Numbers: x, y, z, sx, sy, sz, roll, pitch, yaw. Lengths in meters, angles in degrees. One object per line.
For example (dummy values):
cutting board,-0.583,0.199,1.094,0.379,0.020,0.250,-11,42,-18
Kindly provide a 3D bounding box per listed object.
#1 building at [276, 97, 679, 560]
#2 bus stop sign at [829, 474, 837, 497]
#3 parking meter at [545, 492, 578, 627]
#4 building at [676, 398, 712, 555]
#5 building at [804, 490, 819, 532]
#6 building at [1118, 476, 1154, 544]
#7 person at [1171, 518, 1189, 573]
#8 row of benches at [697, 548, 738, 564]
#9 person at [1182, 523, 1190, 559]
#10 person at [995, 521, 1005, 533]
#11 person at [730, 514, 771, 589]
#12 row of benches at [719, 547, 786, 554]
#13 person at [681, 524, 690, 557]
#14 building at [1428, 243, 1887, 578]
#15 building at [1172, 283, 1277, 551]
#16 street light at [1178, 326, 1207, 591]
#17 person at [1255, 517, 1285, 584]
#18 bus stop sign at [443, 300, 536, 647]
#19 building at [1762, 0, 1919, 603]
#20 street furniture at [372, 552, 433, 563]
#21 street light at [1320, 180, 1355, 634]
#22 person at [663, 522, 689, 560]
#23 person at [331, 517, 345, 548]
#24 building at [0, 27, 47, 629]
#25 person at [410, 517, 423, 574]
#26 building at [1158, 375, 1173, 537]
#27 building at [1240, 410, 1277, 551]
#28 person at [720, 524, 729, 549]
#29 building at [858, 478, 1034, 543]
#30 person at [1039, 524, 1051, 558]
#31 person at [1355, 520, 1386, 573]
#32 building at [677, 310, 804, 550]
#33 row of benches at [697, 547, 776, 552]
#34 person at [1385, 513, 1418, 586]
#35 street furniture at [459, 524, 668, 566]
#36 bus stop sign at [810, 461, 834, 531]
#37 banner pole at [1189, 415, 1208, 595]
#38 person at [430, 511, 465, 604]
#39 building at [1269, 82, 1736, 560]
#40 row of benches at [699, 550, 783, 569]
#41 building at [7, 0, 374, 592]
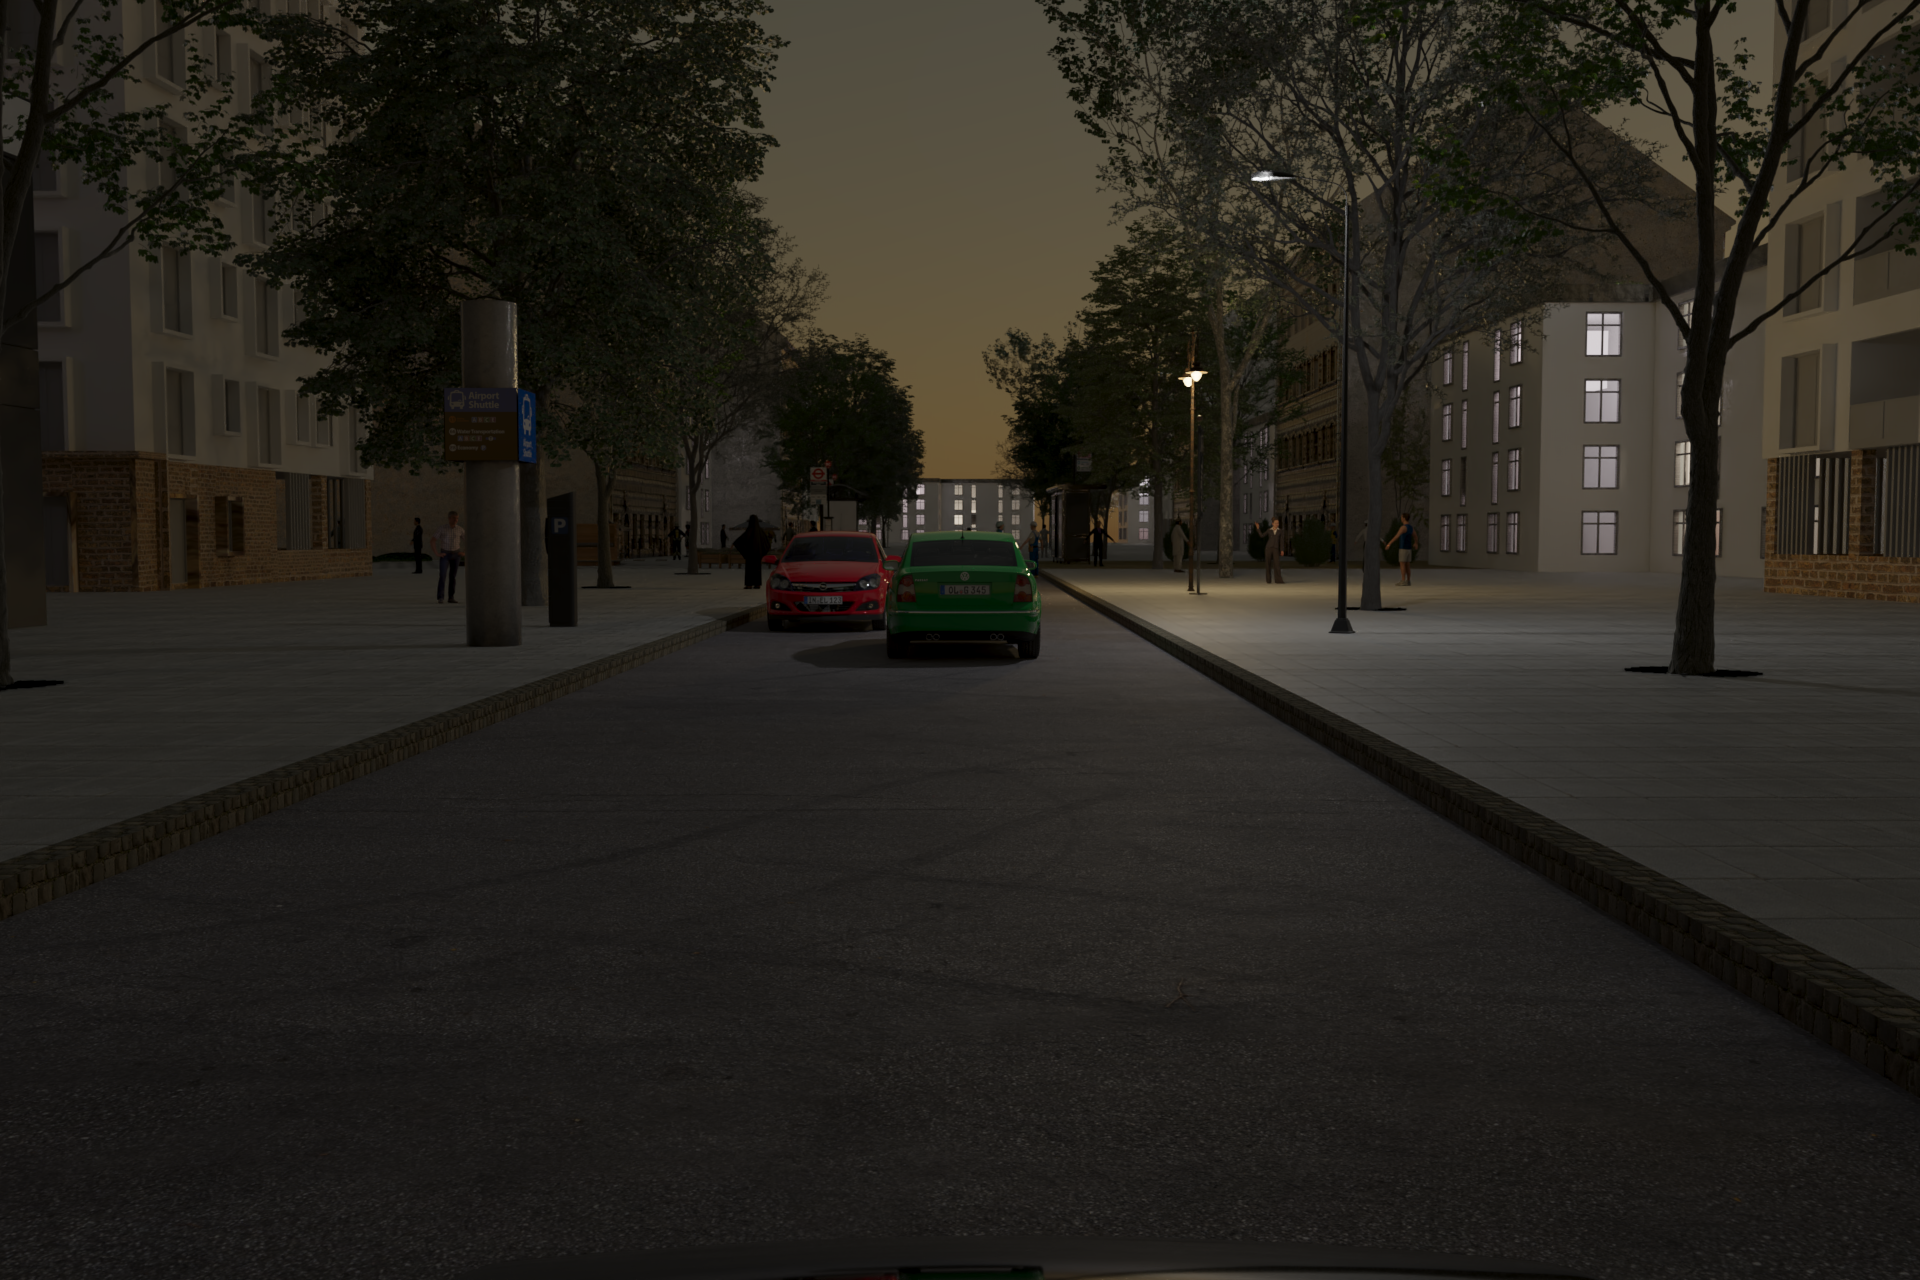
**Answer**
building,-26.135,-16.042,93.211,19.493,23.208,18.063,0,4,1
bus stop sign,-5.800,-5.413,77.213,0.855,3.939,0.416,0,4,2
parking meter,-5.515,-1.115,23.947,0.399,1.863,0.255,0,4,0
building,-21.616,-10.877,119.994,9.099,9.664,28.070,0,4,0
building,-24.289,-22.299,221.000,16.016,20.090,11.380,0,4,1
building,25.910,-17.104,221.801,9.099,9.664,28.070,0,4,0
person,7.323,-3.168,57.880,0.704,1.819,1.344,-1,4,-17
row of benches,-10.260,-3.674,75.531,1.422,0.672,4.104,1,4,21
person,11.337,-5.001,87.706,1.347,1.837,0.705,-3,4,-38
person,1.202,-2.567,50.559,0.704,1.817,1.347,-1,4,-9
person,-4.868,-2.053,40.355,0.721,1.737,1.214,3,5,41
row of benches,-9.639,-4.107,82.614,4.104,0.672,1.422,1,4,10
person,-15.152,-5.510,96.225,0.704,1.843,1.345,1,4,18
building,24.024,-7.112,58.427,9.099,9.664,28.070,0,3,0
building,27.795,-19.034,142.142,19.493,23.208,18.063,0,4,1
street light,5.185,-4.032,38.703,0.468,5.910,1.993,0,4,1
person,7.999,-2.315,44.691,0.742,1.727,0.445,-1,4,-23
bus stop sign,-5.367,-1.885,19.842,0.837,3.901,0.837,0,4,0
building,22.663,-10.956,35.558,16.016,20.090,11.380,0,4,0
street furniture,-29.125,-3.800,77.754,10.072,0.657,5.734,0,4,-4
street light,5.489,-3.040,22.245,1.470,5.913,1.316,0,4,1
person,-13.920,-4.853,85.127,1.354,1.856,0.705,-1,4,-14
person,-19.766,-3.033,55.422,1.345,1.849,0.704,0,4,6
building,-27.084,-10.016,7.738,27.936,21.610,32.646,0,4,1
person,-17.615,-3.066,56.183,0.704,1.823,1.345,0,4,-7
building,27.741,-20.846,197.252,16.016,20.090,11.380,0,4,1
building,25.687,-10.723,117.472,9.099,9.664,28.070,0,3,0
person,-12.878,-5.406,94.522,0.704,1.812,1.346,-1,4,-23
building,-2.874,-19.246,259.280,28.070,9.664,9.099,0,4,3
person,4.572,-5.343,93.545,1.347,1.806,0.705,1,4,21
person,13.564,-3.113,57.361,0.721,1.778,1.216,-3,5,-42
building,-23.068,-19.078,142.861,19.493,23.208,18.063,0,3,0
row of benches,-10.649,-3.993,80.740,4.104,0.672,1.422,-2,4,-23
person,11.017,-2.249,42.947,1.345,1.807,0.704,-3,5,-43
street furniture,-17.928,-4.063,73.291,11.010,1.723,9.812,-1,4,-8
bus stop sign,-5.016,-4.553,63.152,0.855,3.939,0.416,0,4,0
banner pole,5.058,-2.839,36.435,0.401,3.779,0.863,0,4,0
person,-9.452,-1.542,32.198,0.756,1.711,0.436,-2,4,-29
building,27.797,-16.027,92.967,19.493,23.208,18.063,0,4,1
row of benches,-8.046,-2.983,64.234,4.104,0.672,1.422,2,4,33
building,-23.064,-11.206,39.645,16.016,20.090,11.380,0,4,1
